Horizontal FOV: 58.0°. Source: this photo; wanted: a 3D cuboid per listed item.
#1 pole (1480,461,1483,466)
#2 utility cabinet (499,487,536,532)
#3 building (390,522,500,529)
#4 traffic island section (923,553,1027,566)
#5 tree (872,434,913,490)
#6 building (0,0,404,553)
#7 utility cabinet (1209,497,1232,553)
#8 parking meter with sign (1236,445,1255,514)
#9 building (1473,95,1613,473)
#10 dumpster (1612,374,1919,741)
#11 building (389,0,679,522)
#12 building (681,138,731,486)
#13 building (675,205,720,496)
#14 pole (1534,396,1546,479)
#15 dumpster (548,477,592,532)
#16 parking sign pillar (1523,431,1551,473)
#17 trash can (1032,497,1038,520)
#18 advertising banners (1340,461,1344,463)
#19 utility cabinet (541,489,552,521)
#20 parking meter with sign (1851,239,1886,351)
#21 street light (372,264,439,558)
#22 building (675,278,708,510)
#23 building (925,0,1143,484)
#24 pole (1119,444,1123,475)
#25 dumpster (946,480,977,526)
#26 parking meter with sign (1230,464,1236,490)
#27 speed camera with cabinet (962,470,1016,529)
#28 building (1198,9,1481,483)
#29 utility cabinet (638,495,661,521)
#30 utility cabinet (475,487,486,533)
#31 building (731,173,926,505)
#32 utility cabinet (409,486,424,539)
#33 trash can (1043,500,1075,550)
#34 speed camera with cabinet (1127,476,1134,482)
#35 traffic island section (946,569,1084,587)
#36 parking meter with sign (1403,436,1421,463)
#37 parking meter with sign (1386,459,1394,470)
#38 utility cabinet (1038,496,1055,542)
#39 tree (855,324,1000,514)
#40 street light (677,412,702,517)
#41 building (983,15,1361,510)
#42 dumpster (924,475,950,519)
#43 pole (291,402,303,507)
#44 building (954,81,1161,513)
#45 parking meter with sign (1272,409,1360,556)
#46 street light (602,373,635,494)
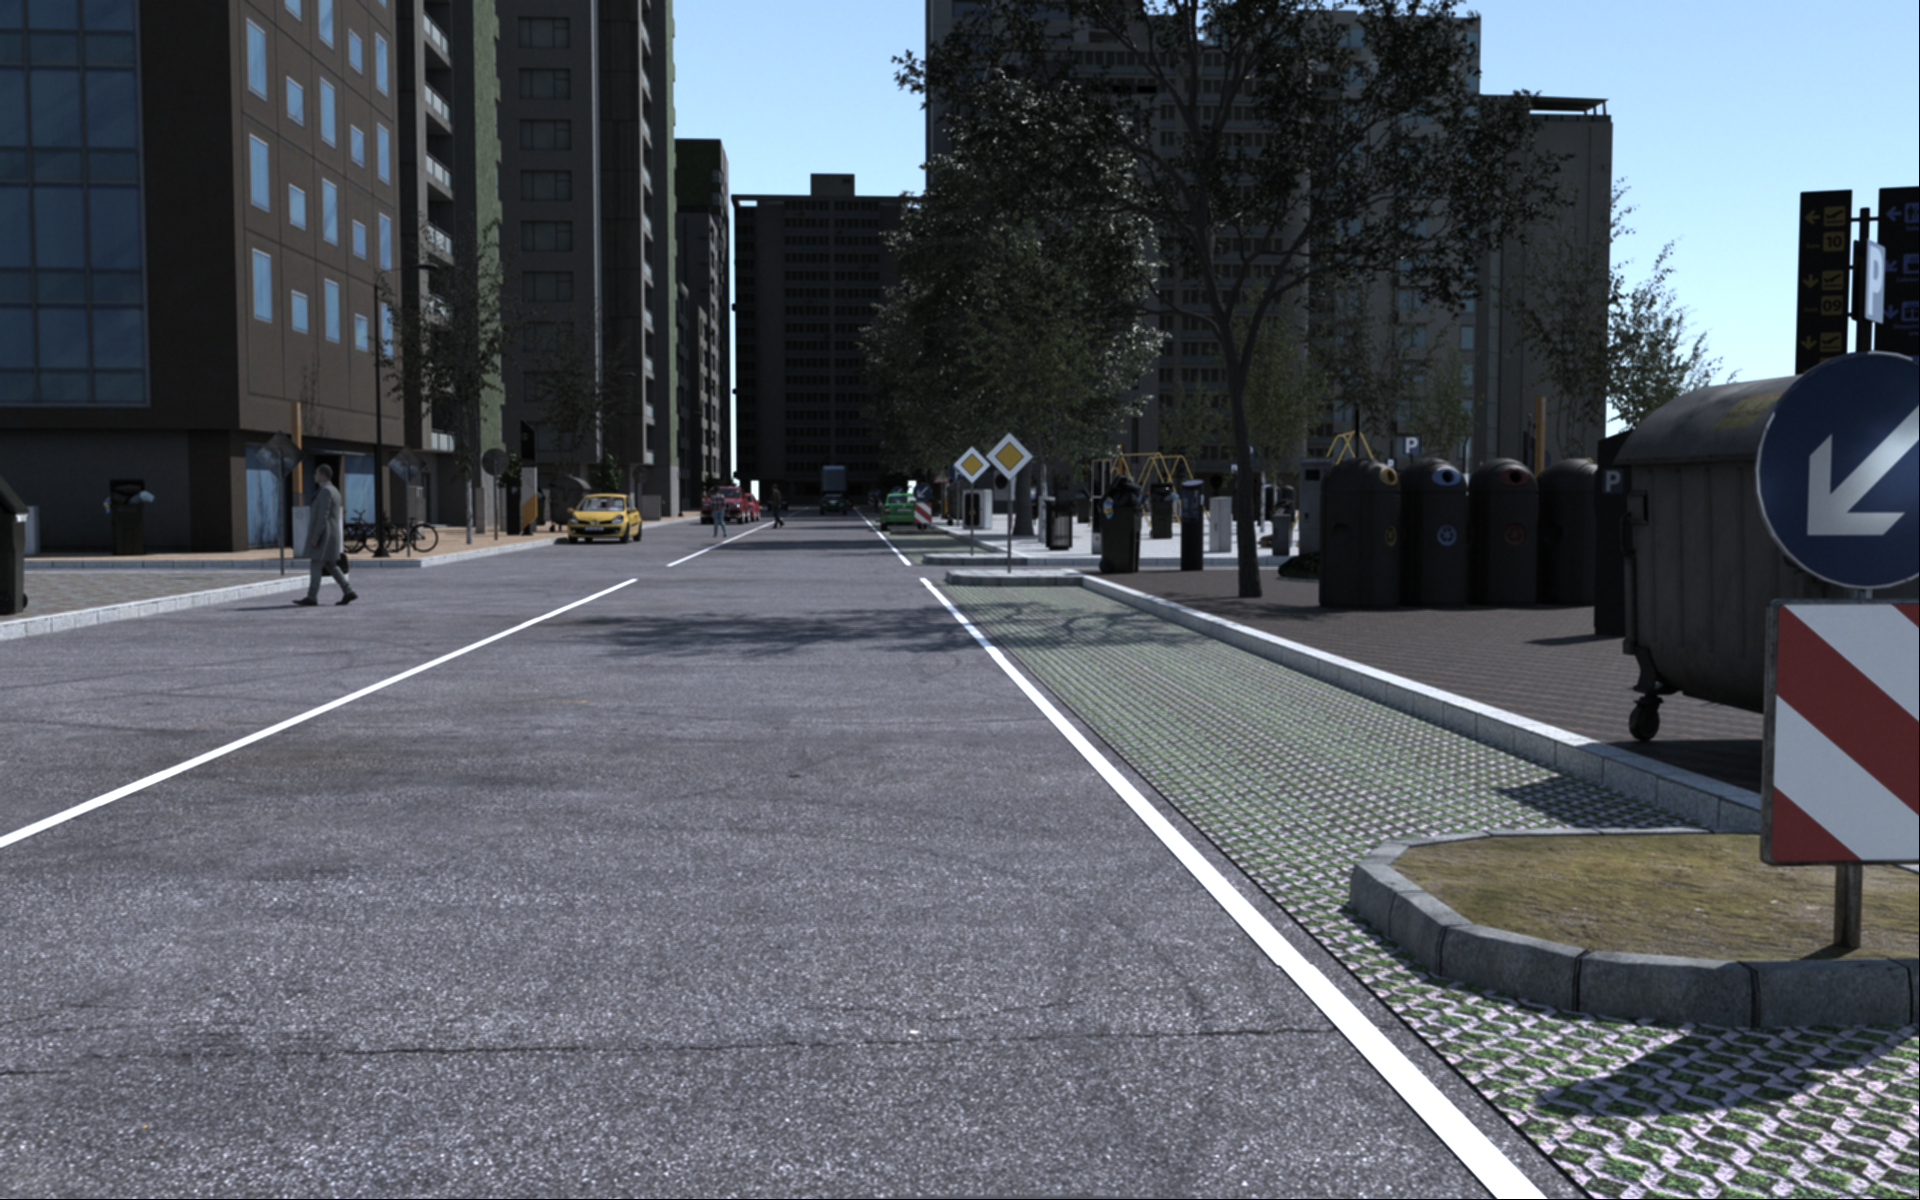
[{"bbox_3d":[32.374,-6.962,107.671,0.158,3.312,0.155,0,3,0],"label":"pole"},{"bbox_3d":[-14.950,-3.049,58.537,1.173,1.500,0.318,-2,4,-30],"label":"utility cabinet"},{"bbox_3d":[-25.763,-23.325,64.960,14.154,41.232,14.086,0,4,-4],"label":"building"},{"bbox_3d":[0.270,-0.842,36.043,2.009,0.180,2.903,0,4,-4],"label":"traffic island section"},{"bbox_3d":[-5.615,-12.356,152.384,4.737,8.622,4.395,0,3,0],"label":"tree"},{"bbox_3d":[-22.962,-24.022,42.873,14.600,45.320,14.200,0,4,-4],"label":"building"},{"bbox_3d":[5.770,-1.668,38.430,0.306,1.237,1.020,0,4,-4],"label":"utility cabinet"},{"bbox_3d":[10.323,-4.032,62.184,0.543,3.016,1.738,1,4,11],"label":"parking meter with sign"},{"bbox_3d":[58.184,-30.433,181.173,14.086,41.232,14.154,0,4,-4],"label":"building"},{"bbox_3d":[4.111,-0.155,8.288,1.264,1.857,1.865,0,4,-4],"label":"dumpster"},{"bbox_3d":[-23.083,-25.078,93.614,14.154,41.232,14.086,0,4,-4],"label":"building"},{"bbox_3d":[-34.152,-31.710,202.058,14.086,41.232,14.154,0,4,-4],"label":"building"},{"bbox_3d":[-31.554,-24.655,174.811,14.107,30.474,14.160,0,4,-4],"label":"building"},{"bbox_3d":[12.118,-2.592,36.223,0.158,3.312,0.155,0,3,0],"label":"pole"},{"bbox_3d":[-13.339,-3.268,59.188,1.264,1.857,1.865,0,4,-4],"label":"dumpster"},{"bbox_3d":[24.876,-5.268,74.601,1.447,3.967,1.447,-2,4,-24],"label":"parking sign pillar"},{"bbox_3d":[3.645,-4.634,87.422,0.748,1.137,0.748,0,3,0],"label":"trash can"},{"bbox_3d":[20.375,-5.772,90.568,0.090,3.025,2.074,-1,4,-18],"label":"advertising banners"},{"bbox_3d":[-19.346,-4.399,80.604,1.173,1.500,0.318,-1,4,-16],"label":"utility cabinet"},{"bbox_3d":[6.945,-0.937,11.578,1.738,3.016,0.543,3,5,40],"label":"parking meter with sign"},{"bbox_3d":[-11.207,-3.821,35.019,1.470,5.913,1.316,0,4,-4],"label":"street light"},{"bbox_3d":[-37.230,-18.786,152.192,27.650,21.520,28.899,0,4,-4],"label":"building"},{"bbox_3d":[7.098,-38.398,169.813,21.231,58.520,28.212,0,4,-4],"label":"building"},{"bbox_3d":[6.486,-4.654,69.933,0.158,3.312,0.155,0,3,0],"label":"pole"},{"bbox_3d":[0.098,-3.982,70.860,1.264,1.857,1.865,0,4,-4],"label":"dumpster"},{"bbox_3d":[16.318,-6.383,100.623,0.543,3.016,1.738,-1,4,-19],"label":"parking meter with sign"},{"bbox_3d":[1.071,-4.208,63.141,2.038,3.252,0.660,2,4,34],"label":"speed camera with cabinet"},{"bbox_3d":[36.075,-33.953,174.746,30.456,49.044,23.786,0,4,-4],"label":"building"},{"bbox_3d":[-14.975,-4.429,83.574,1.020,1.237,0.306,0,4,-3],"label":"utility cabinet"},{"bbox_3d":[-15.665,-2.929,56.571,0.318,1.500,1.173,-1,4,-13],"label":"utility cabinet"},{"bbox_3d":[-15.608,-31.856,212.723,23.993,40.220,32.217,0,4,-4],"label":"building"},{"bbox_3d":[-15.391,-2.465,48.975,0.318,1.500,1.173,-1,4,-9],"label":"utility cabinet"},{"bbox_3d":[2.268,-1.713,39.655,0.748,1.137,0.748,0,3,0],"label":"trash can"},{"bbox_3d":[7.970,-5.788,88.965,2.038,3.252,0.660,-2,4,-33],"label":"speed camera with cabinet"},{"bbox_3d":[0.818,-0.354,28.077,2.009,0.180,2.903,0,4,-4],"label":"traffic island section"},{"bbox_3d":[14.128,-3.460,52.839,0.543,3.016,1.738,3,5,39],"label":"parking meter with sign"},{"bbox_3d":[20.855,-5.531,86.699,0.543,3.016,1.738,-3,4,-36],"label":"parking meter with sign"},{"bbox_3d":[2.330,-2.151,46.323,0.306,1.237,1.020,1,4,13],"label":"utility cabinet"},{"bbox_3d":[-1.649,-12.348,112.254,12.009,13.543,11.850,0,3,0],"label":"tree"},{"bbox_3d":[-15.359,-7.701,98.455,1.470,5.913,1.316,0,4,-4],"label":"street light"},{"bbox_3d":[14.237,-27.698,144.746,32.217,40.220,23.993,0,4,-4],"label":"building"},{"bbox_3d":[-1.262,-5.278,88.790,1.502,2.255,1.985,0,4,-4],"label":"dumpster"},{"bbox_3d":[-14.758,-2.735,38.566,0.158,3.312,0.155,0,3,0],"label":"pole"},{"bbox_3d":[6.424,-21.621,125.207,14.160,30.474,14.107,0,4,-4],"label":"building"},{"bbox_3d":[7.367,-2.422,35.861,1.738,3.016,0.543,1,4,14],"label":"parking meter with sign"},{"bbox_3d":[-13.185,-5.759,66.704,1.470,5.913,1.316,0,4,-4],"label":"street light"}]
